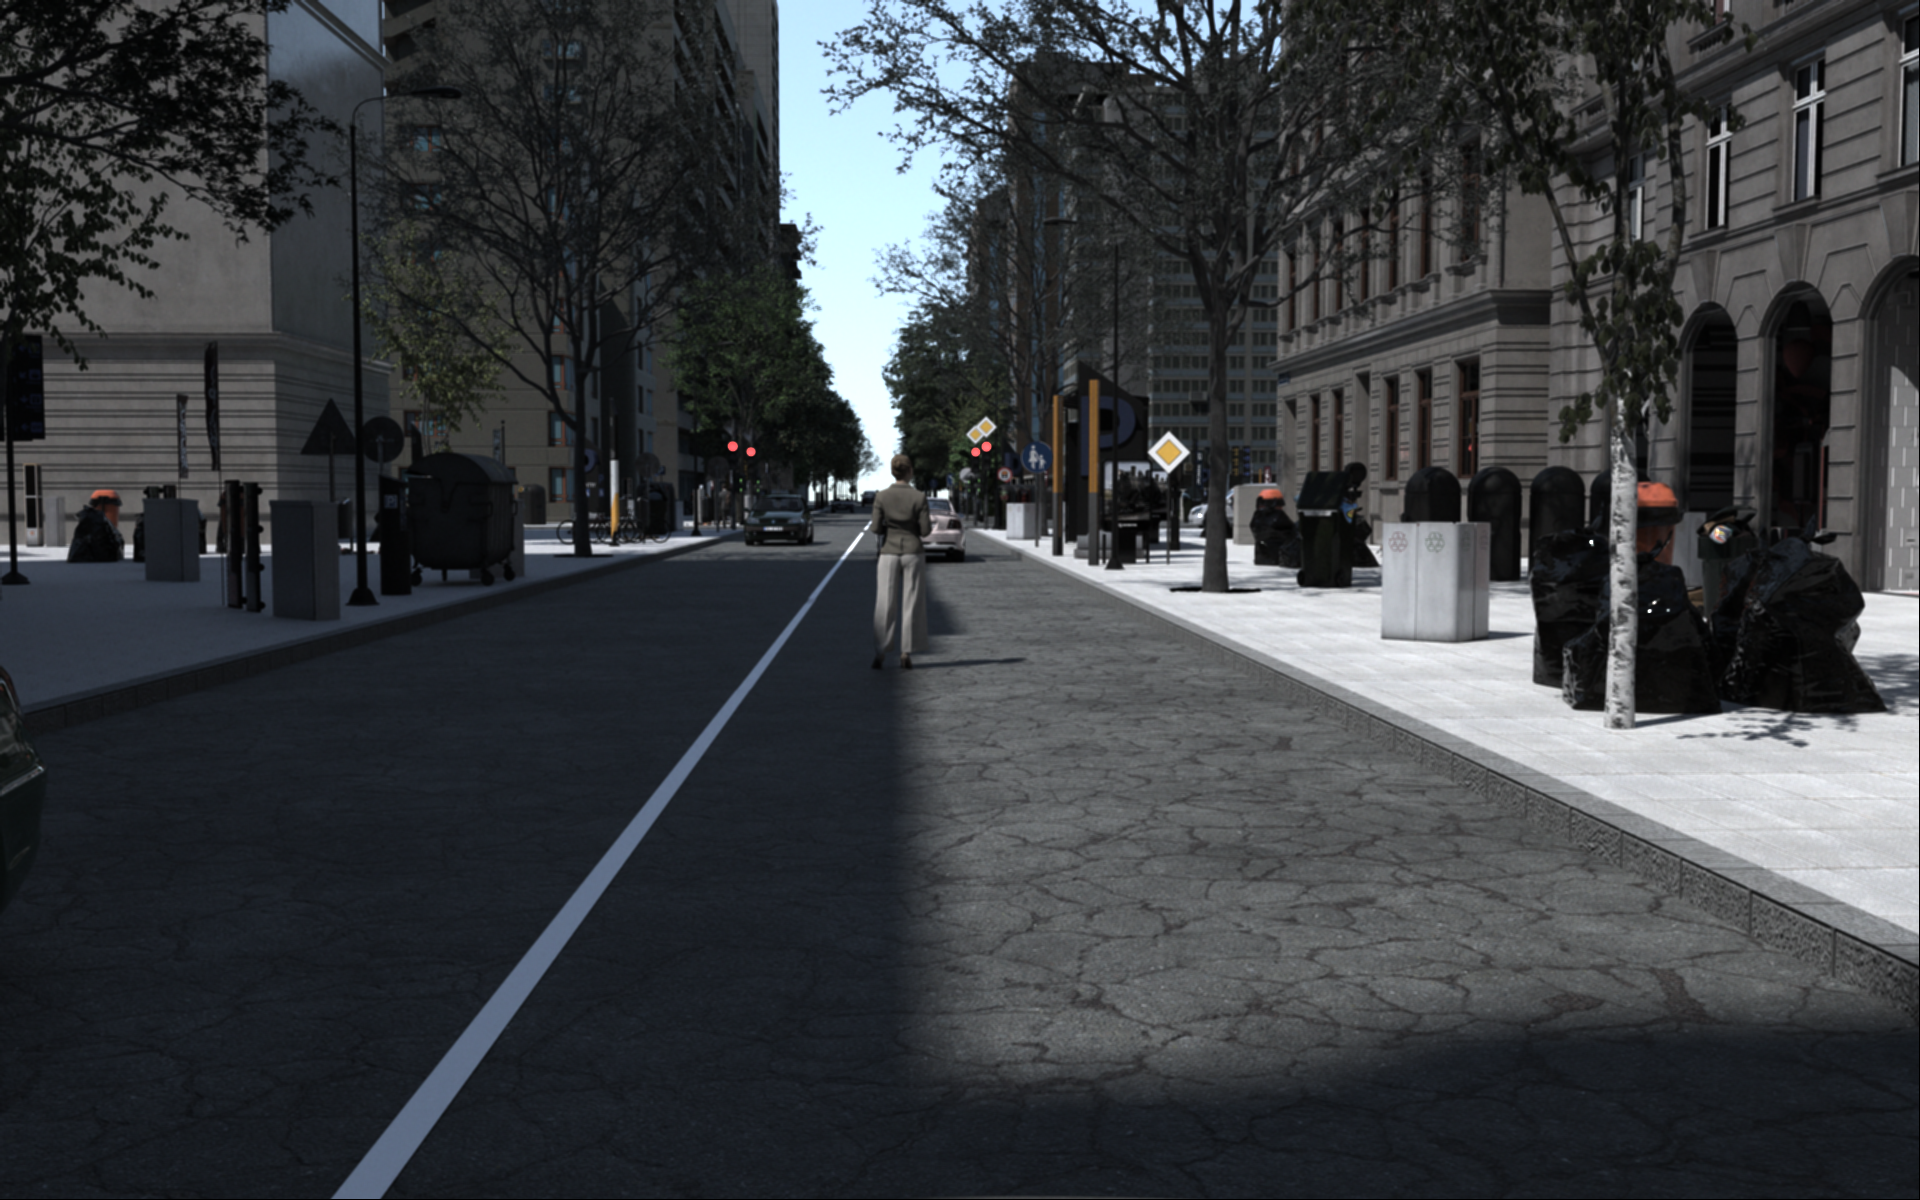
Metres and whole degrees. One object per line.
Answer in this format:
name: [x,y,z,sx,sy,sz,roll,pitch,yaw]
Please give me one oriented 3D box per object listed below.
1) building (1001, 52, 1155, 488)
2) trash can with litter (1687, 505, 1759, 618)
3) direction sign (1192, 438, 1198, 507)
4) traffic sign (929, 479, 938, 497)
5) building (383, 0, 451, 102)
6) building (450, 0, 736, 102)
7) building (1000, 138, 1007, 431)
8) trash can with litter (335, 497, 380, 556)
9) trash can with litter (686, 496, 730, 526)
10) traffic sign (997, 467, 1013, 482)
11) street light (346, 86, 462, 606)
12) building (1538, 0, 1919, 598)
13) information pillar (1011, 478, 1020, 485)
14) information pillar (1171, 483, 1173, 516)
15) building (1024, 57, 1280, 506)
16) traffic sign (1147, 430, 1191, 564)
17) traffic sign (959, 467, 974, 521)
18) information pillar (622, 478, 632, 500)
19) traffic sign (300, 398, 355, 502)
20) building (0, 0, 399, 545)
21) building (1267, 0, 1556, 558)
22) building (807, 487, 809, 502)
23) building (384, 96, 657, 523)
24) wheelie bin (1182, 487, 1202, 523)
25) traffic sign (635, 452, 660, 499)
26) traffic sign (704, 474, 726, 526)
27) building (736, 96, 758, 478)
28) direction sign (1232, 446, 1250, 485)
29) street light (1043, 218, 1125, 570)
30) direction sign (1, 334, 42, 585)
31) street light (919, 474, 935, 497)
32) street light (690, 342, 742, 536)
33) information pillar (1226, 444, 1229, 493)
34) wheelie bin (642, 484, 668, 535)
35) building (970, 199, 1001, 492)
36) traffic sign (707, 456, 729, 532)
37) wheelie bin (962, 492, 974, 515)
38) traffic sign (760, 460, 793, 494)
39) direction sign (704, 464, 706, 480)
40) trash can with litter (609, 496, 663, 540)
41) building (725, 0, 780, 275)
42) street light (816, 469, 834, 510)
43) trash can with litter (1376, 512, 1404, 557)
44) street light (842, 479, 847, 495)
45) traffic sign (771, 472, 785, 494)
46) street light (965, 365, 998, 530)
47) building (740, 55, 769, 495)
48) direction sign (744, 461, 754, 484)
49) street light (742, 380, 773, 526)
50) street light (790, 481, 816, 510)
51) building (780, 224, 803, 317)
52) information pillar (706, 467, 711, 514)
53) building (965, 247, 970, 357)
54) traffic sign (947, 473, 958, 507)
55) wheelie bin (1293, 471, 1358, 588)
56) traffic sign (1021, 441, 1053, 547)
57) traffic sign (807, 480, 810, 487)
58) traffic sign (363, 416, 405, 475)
building: [12.177,-32.231,177.092,14.600,45.320,14.200,0,4,-2]
trash can with litter: [7.776,-0.404,17.999,0.624,1.170,1.055,-1,4,-15]
direction sign: [9.593,-4.816,70.736,0.379,3.537,0.876,1,4,20]
traffic sign: [-2.220,-8.887,145.402,0.768,2.556,0.104,0,4,-1]
building: [-30.662,-30.890,128.745,21.300,48.544,21.600,0,4,-2]
building: [-31.466,-32.461,154.437,21.300,48.544,21.600,0,4,-2]
building: [16.048,-33.281,198.770,22.147,44.769,28.867,0,4,-2]
trash can with litter: [-12.863,-1.594,37.126,1.678,1.210,2.233,2,4,29]
trash can with litter: [-10.439,-3.788,72.985,2.233,1.210,1.678,0,4,-1]
traffic sign: [2.075,-4.924,80.610,0.768,2.556,0.104,0,4,1]
street light: [-6.371,-2.895,19.874,1.470,5.913,1.316,0,4,-2]
building: [17.515,-10.973,21.211,13.314,21.916,24.055,0,4,-2]
information pillar: [2.484,-4.493,77.952,0.304,2.012,0.304,2,4,27]
information pillar: [10.296,-4.944,85.323,0.304,2.012,0.304,-1,4,-16]
building: [22.354,-28.544,158.570,32.217,40.220,23.993,0,4,-2]
traffic sign: [3.792,-1.855,31.511,0.795,2.450,0.064,0,4,5]
traffic sign: [0.337,-5.041,82.528,0.768,2.556,0.104,0,3,0]
information pillar: [-15.486,-4.655,80.600,0.304,2.012,0.304,1,4,20]
traffic sign: [-8.514,-1.437,23.494,0.884,2.594,0.081,0,4,4]
building: [-27.284,-12.949,47.881,21.152,22.565,11.583,0,4,-2]
building: [15.302,-12.713,44.011,11.583,22.565,21.152,0,4,-2]
building: [-33.111,-31.937,293.876,14.160,30.474,14.107,0,4,-2]
building: [-31.813,-15.023,90.669,27.650,21.520,28.899,0,4,-2]
wheelie bin: [10.377,-4.276,77.828,0.980,1.594,0.693,-3,4,-36]
traffic sign: [-9.533,-3.227,52.869,0.768,2.556,0.104,0,4,2]
traffic sign: [-9.813,-4.249,69.470,0.884,2.594,0.081,0,4,3]
building: [-27.658,-29.920,172.794,14.154,41.232,14.086,0,4,-2]
direction sign: [13.200,-5.470,81.438,0.876,3.537,0.379,2,4,24]
street light: [2.091,-3.471,29.284,1.470,5.913,1.316,0,4,-2]
direction sign: [-13.443,-1.990,24.533,0.876,3.537,0.379,-2,4,-30]
street light: [-2.881,-11.181,155.356,1.470,5.913,1.316,0,4,-2]
street light: [-7.547,-4.918,52.953,1.470,5.913,1.316,0,4,-2]
information pillar: [10.646,-4.804,69.892,0.504,3.616,0.183,-3,4,-36]
wheelie bin: [-9.584,-2.843,54.395,0.693,1.594,0.980,-2,4,-34]
building: [9.298,-36.985,254.822,14.600,45.320,14.200,0,4,-2]
traffic sign: [-8.149,-3.556,58.252,0.768,2.556,0.104,0,4,7]
wheelie bin: [0.560,-6.061,107.006,0.693,1.594,0.980,2,4,25]
traffic sign: [-10.805,-6.526,100.574,2.265,3.308,0.079,0,4,3]
direction sign: [-16.071,-7.210,109.885,0.379,3.537,0.876,-2,4,-27]
trash can with litter: [-9.221,-2.322,49.017,1.678,1.210,2.233,1,4,17]
building: [-33.847,-49.393,245.832,20.563,71.187,20.611,0,4,-2]
street light: [-10.868,-10.029,136.518,1.470,5.913,1.316,0,4,-2]
trash can with litter: [9.022,-1.460,35.255,1.055,1.170,0.624,2,4,25]
street light: [-12.536,-12.655,179.457,1.470,5.913,1.316,0,4,-2]
traffic sign: [-10.266,-5.965,97.632,0.768,2.556,0.104,0,4,0]
street light: [0.765,-5.493,62.357,1.470,5.913,1.316,0,4,-2]
building: [-32.350,-34.649,190.211,21.300,48.544,21.600,0,4,-2]
direction sign: [-12.071,-6.562,99.291,0.876,3.537,0.379,0,4,-4]
street light: [-8.290,-5.983,70.368,1.470,5.913,1.316,0,4,-2]
street light: [-9.552,-8.006,103.444,1.470,5.913,1.316,0,4,-2]
building: [-36.085,-37.725,271.429,22.147,44.769,28.867,0,4,-2]
information pillar: [-13.981,-6.419,96.301,0.183,3.616,0.504,1,4,15]
building: [12.114,-38.900,290.643,22.147,44.769,28.867,0,4,-2]
traffic sign: [-0.424,-6.386,104.517,0.768,2.556,0.104,0,4,-1]
wheelie bin: [5.069,-0.984,23.995,0.980,1.594,0.693,3,4,38]
traffic sign: [1.864,-2.556,41.895,0.768,2.556,0.104,0,4,4]
traffic sign: [-12.353,-8.474,138.657,0.768,2.556,0.104,0,4,-1]
traffic sign: [-9.465,-1.728,28.354,0.768,2.556,0.104,0,4,6]
